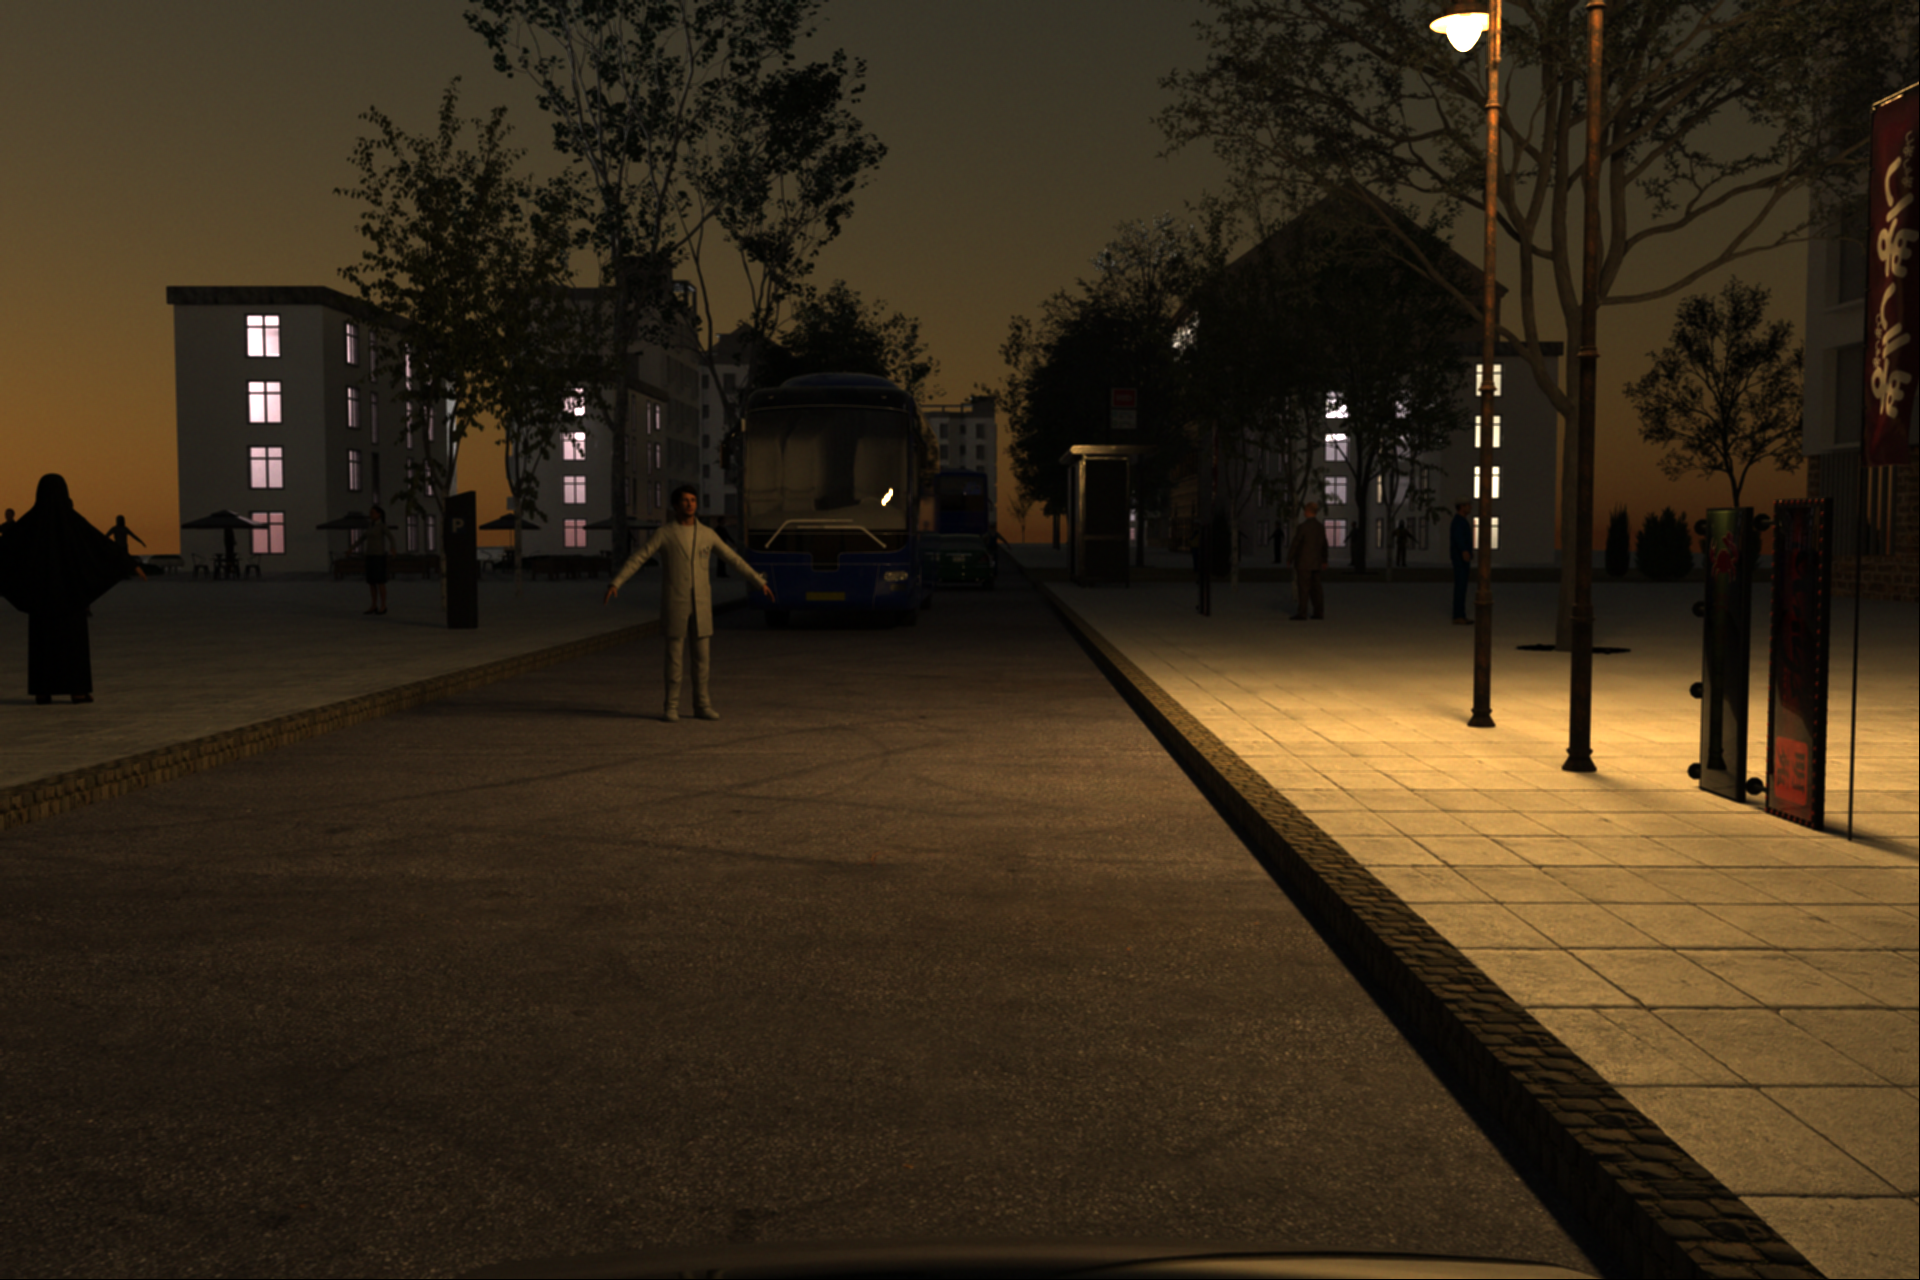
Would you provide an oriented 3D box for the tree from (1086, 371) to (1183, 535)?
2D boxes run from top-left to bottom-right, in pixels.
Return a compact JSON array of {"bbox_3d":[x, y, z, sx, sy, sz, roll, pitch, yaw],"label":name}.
[{"bbox_3d":[7.499,-7.765,77.320,4.737,8.622,4.395,0,3,0],"label":"tree"}]

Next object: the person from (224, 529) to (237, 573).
[{"bbox_3d":[-24.051,-3.118,57.123,0.704,1.812,1.346,-2,4,-30],"label":"person"}]

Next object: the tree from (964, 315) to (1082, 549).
[{"bbox_3d":[7.224,-18.025,150.603,12.611,20.169,13.585,0,3,0],"label":"tree"}]

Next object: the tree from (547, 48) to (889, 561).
[{"bbox_3d":[-9.561,-13.007,68.561,12.611,20.169,13.585,0,3,0],"label":"tree"}]

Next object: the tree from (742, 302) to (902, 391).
[{"bbox_3d":[-7.650,-11.620,96.646,9.857,13.997,8.962,0,3,0],"label":"tree"}]

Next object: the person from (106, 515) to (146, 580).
[{"bbox_3d":[-23.598,-2.608,48.763,0.705,1.813,1.348,2,4,32],"label":"person"}]

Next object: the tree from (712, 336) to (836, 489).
[{"bbox_3d":[-8.220,-9.035,82.138,7.601,10.594,8.767,-1,4,-11],"label":"tree"}]

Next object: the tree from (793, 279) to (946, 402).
[{"bbox_3d":[-7.371,-16.594,127.202,12.611,20.169,13.585,0,3,0],"label":"tree"}]

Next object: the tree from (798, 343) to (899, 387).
[{"bbox_3d":[-7.747,-12.589,112.484,9.857,13.997,8.962,0,3,0],"label":"tree"}]

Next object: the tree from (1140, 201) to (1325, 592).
[{"bbox_3d":[6.038,-5.353,37.886,4.737,8.622,4.395,0,3,0],"label":"tree"}]

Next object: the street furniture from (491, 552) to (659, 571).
[{"bbox_3d":[-14.565,-3.063,65.705,5.734,0.657,10.072,0,4,-2],"label":"street furniture"}]

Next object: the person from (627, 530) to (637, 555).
[{"bbox_3d":[-15.422,-4.572,80.527,0.705,1.856,1.354,1,4,13],"label":"person"}]

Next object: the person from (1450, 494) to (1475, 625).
[{"bbox_3d":[7.180,-1.150,24.688,0.705,1.842,1.347,1,4,19],"label":"person"}]

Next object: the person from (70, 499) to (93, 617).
[{"bbox_3d":[-13.809,-1.274,26.744,0.599,1.838,0.709,2,4,29],"label":"person"}]

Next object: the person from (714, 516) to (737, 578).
[{"bbox_3d":[-7.016,-2.752,51.185,0.705,1.806,1.347,1,4,22],"label":"person"}]

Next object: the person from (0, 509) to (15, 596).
[{"bbox_3d":[-19.514,-1.796,35.590,1.348,1.803,0.705,0,4,-3],"label":"person"}]

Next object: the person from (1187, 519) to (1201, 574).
[{"bbox_3d":[7.615,-3.055,56.412,0.721,1.772,1.216,2,4,24],"label":"person"}]

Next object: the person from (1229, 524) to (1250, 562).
[{"bbox_3d":[12.978,-4.543,80.997,1.216,1.740,0.721,2,4,30],"label":"person"}]

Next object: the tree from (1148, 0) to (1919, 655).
[{"bbox_3d":[6.582,-6.614,18.512,12.009,13.543,11.850,0,3,0],"label":"tree"}]

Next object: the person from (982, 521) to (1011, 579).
[{"bbox_3d":[1.001,-2.842,54.775,1.347,1.847,0.705,-1,4,-17],"label":"person"}]

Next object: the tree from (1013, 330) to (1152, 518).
[{"bbox_3d":[7.453,-12.068,103.972,9.857,13.997,8.962,0,3,0],"label":"tree"}]

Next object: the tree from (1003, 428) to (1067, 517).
[{"bbox_3d":[7.429,-11.333,119.708,8.767,10.594,7.601,-3,5,-43],"label":"tree"}]

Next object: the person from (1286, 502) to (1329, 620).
[{"bbox_3d":[5.184,-1.183,25.939,0.990,1.755,0.434,-3,4,-38],"label":"person"}]

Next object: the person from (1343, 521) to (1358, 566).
[{"bbox_3d":[15.956,-3.914,70.262,0.705,1.796,1.348,-1,4,-14],"label":"person"}]

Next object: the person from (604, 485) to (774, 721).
[{"bbox_3d":[-2.099,-0.288,13.350,1.347,1.806,0.705,-2,4,-26],"label":"person"}]

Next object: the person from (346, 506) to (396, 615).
[{"bbox_3d":[-9.383,-1.273,27.649,1.217,1.735,0.721,2,4,35],"label":"person"}]

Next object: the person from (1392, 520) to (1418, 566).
[{"bbox_3d":[17.545,-3.854,68.781,1.354,1.858,0.705,3,5,44],"label":"person"}]

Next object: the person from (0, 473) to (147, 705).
[{"bbox_3d":[-6.823,-0.388,13.138,1.214,1.737,0.721,-1,4,-9],"label":"person"}]

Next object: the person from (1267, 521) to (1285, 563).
[{"bbox_3d":[13.925,-4.291,76.090,0.705,1.837,1.347,-1,4,-22],"label":"person"}]

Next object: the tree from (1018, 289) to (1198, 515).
[{"bbox_3d":[7.906,-11.277,91.036,9.857,13.997,8.962,0,3,0],"label":"tree"}]

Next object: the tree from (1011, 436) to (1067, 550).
[{"bbox_3d":[7.575,-12.358,136.464,8.767,10.594,7.601,2,4,34],"label":"tree"}]

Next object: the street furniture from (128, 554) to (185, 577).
[{"bbox_3d":[-29.100,-2.290,53.073,10.072,0.657,5.734,0,4,2],"label":"street furniture"}]

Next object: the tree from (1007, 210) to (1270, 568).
[{"bbox_3d":[6.980,-9.534,66.255,12.009,13.543,11.850,0,3,0],"label":"tree"}]

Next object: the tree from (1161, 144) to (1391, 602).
[{"bbox_3d":[6.519,-5.023,32.481,4.360,8.622,3.978,0,3,0],"label":"tree"}]
